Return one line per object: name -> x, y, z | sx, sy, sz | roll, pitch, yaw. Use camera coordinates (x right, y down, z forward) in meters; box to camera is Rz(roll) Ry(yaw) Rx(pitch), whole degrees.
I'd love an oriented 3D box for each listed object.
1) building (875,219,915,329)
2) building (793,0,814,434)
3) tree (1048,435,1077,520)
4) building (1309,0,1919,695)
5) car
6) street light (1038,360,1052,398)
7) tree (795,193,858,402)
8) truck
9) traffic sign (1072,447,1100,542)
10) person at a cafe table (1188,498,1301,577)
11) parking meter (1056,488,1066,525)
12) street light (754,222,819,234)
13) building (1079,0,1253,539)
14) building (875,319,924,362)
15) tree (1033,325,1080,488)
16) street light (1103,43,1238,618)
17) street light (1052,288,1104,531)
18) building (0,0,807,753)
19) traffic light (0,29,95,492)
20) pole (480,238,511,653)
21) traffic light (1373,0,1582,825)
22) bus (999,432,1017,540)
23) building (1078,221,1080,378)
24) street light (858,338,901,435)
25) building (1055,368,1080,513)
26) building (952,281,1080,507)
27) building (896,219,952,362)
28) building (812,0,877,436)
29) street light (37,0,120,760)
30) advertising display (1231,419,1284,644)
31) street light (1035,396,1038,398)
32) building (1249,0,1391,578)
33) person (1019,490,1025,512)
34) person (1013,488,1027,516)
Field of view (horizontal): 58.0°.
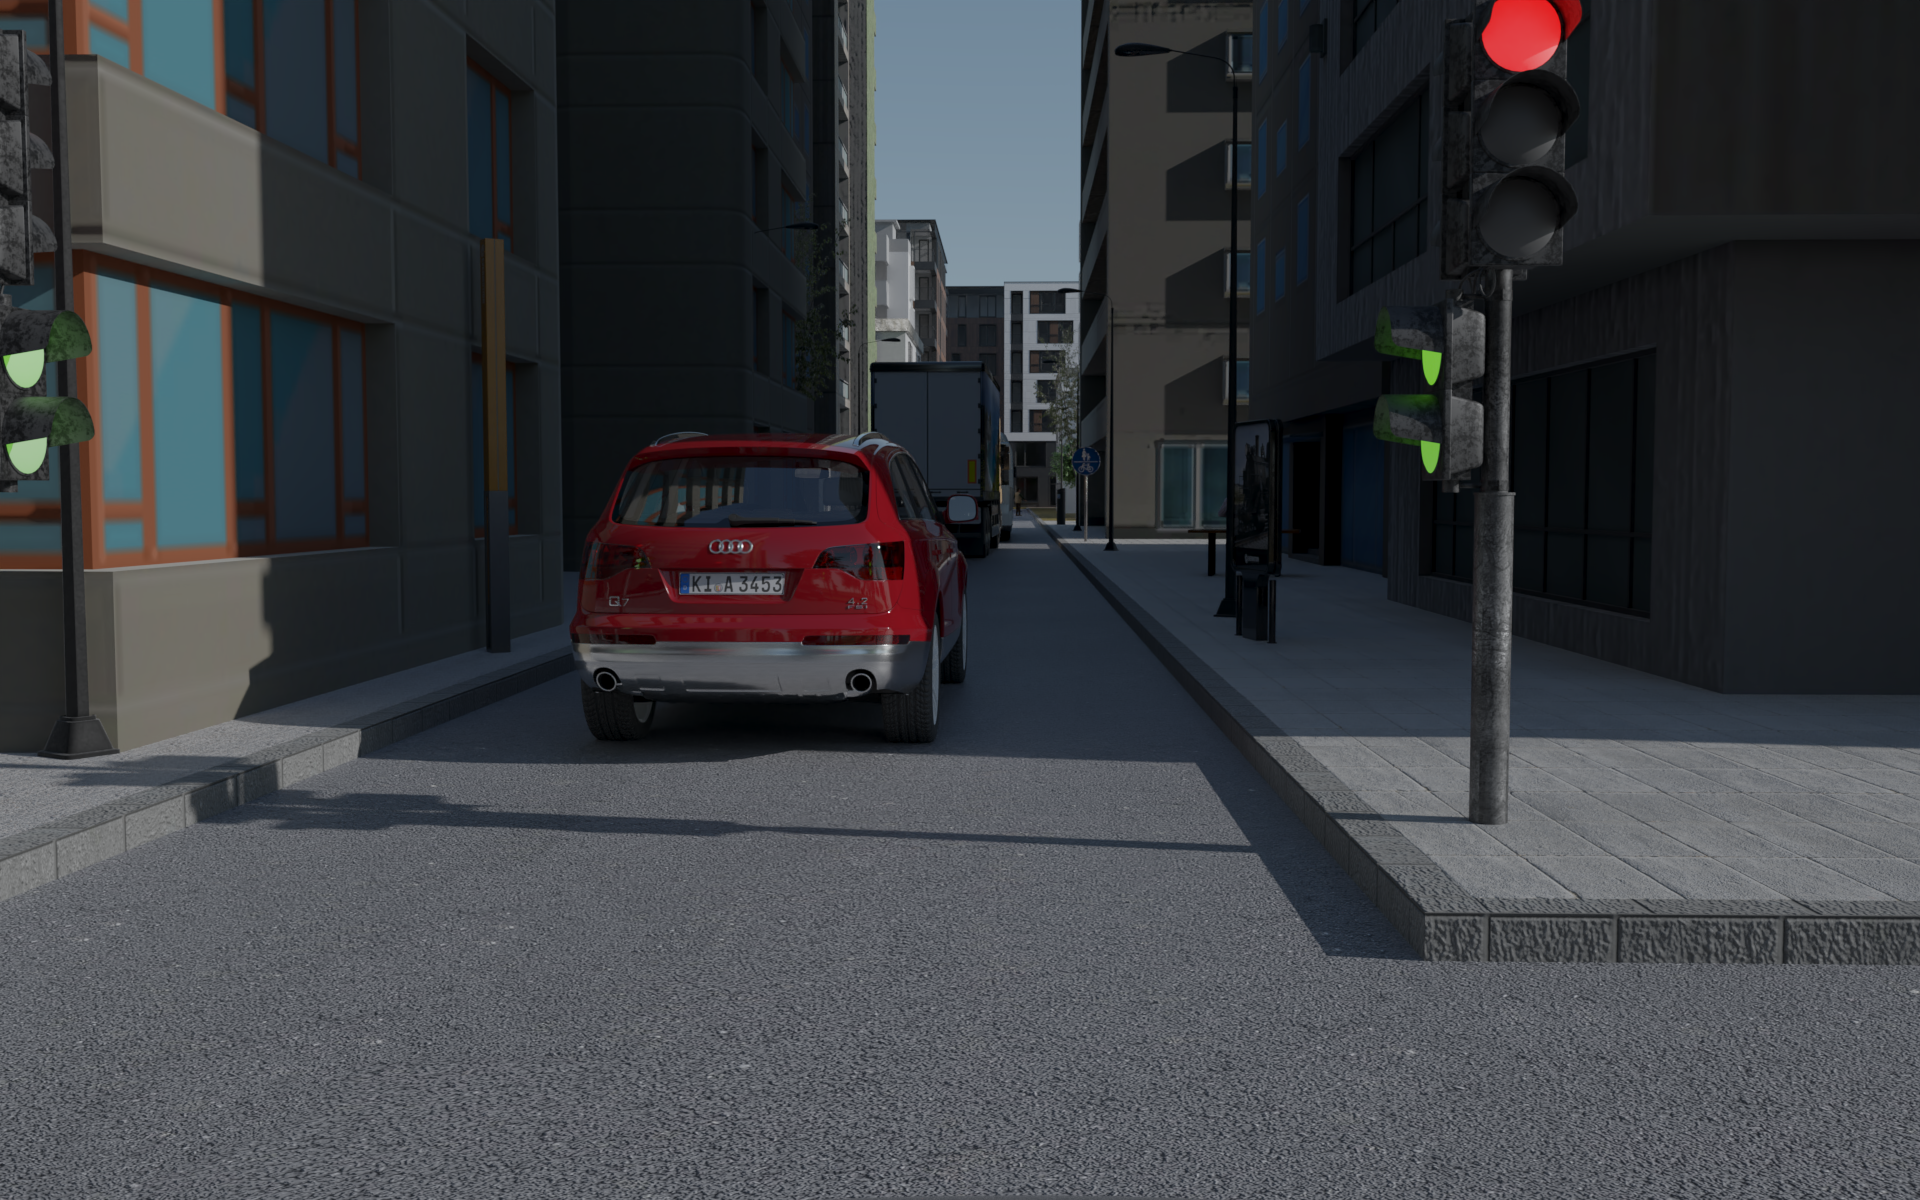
building -> -11.019, -15.973, 117.586 | 16.016, 20.091, 11.380 | 0, 4, 2
building -> -12.205, -24.606, 52.413 | 14.600, 45.320, 14.200 | 0, 4, 2
tree -> 6.140, -6.317, 86.996 | 4.285, 4.588, 4.351 | 0, 3, 0
building -> 10.950, -14.767, 13.149 | 14.107, 30.474, 14.160 | 0, 4, 2
car -> -1.048, -0.176, 11.558 | 2.281, 1.827, 5.304 | 0, 4, 3
street light -> 3.545, -5.354, 60.085 | 1.470, 5.913, 1.316 | 0, 4, 2
tree -> -4.436, -5.658, 42.874 | 4.360, 8.622, 3.978 | 0, 3, 0
truck -> -0.341, -3.265, 42.293 | 2.839, 4.237, 11.283 | 0, 4, 4
traffic sign -> 3.396, -2.851, 46.719 | 0.768, 2.556, 0.104 | 1, 4, 10
person at a cafe table -> 4.410, -1.125, 26.904 | 1.698, 1.524, 1.622 | 1, 4, 13
parking meter -> 4.240, -3.927, 72.624 | 0.372, 1.533, 0.369 | 0, 3, 0
street light -> -3.108, -3.500, 29.759 | 1.470, 5.913, 1.316 | 0, 4, 2
building -> 15.152, -26.564, 58.021 | 21.300, 48.544, 21.600 | 0, 4, 2
building -> -6.588, -9.477, 97.091 | 9.099, 9.664, 28.070 | 0, 4, 2
tree -> 5.116, -7.609, 74.767 | 4.360, 8.622, 3.978 | 0, 3, 0
street light -> 2.292, -2.780, 17.989 | 1.470, 5.913, 1.316 | 0, 4, 2
street light -> 2.887, -4.073, 39.140 | 1.470, 5.913, 1.316 | 0, 4, 2
building -> -17.544, -10.869, 22.748 | 27.650, 21.520, 28.899 | 0, 4, 2
traffic light -> -3.928, -1.096, 6.837 | 0.839, 4.253, 0.868 | 0, 4, 2
pole -> -3.749, -1.231, 13.968 | 0.158, 3.312, 0.155 | 0, 3, 0
traffic light -> 2.051, -1.086, 6.671 | 0.839, 4.253, 0.868 | 0, 4, 2
bus -> 0.459, -3.849, 57.792 | 2.948, 3.499, 13.247 | 0, 4, 1
building -> 14.589, -14.590, 94.962 | 16.016, 20.091, 11.380 | 0, 4, 2
street light -> -2.466, -4.838, 51.641 | 1.470, 5.913, 1.316 | 0, 4, 2
building -> 11.166, -10.577, 115.083 | 9.099, 9.664, 28.070 | 0, 4, 2
building -> 2.478, -20.592, 180.656 | 32.646, 21.610, 27.936 | 0, 4, 2
building -> -17.701, -18.316, 143.447 | 32.646, 21.610, 27.936 | 0, 4, 2
building -> -11.153, -23.916, 74.617 | 14.154, 41.232, 14.086 | 0, 4, 2
street light -> -3.800, -2.189, 8.328 | 1.470, 5.913, 1.316 | 0, 4, 2
advertising display -> 2.609, -0.614, 15.257 | 0.123, 1.923, 0.974 | -1, 4, -10
street light -> 4.242, -6.663, 81.476 | 1.470, 5.913, 1.316 | 0, 4, 2
building -> 13.230, -23.284, 30.802 | 14.600, 45.320, 14.200 | 0, 4, 2
person -> 4.775, -7.978, 138.937 | 0.705, 1.824, 1.348 | 2, 4, 31
person -> 3.836, -6.402, 113.269 | 0.705, 1.812, 1.348 | -3, 5, -43
